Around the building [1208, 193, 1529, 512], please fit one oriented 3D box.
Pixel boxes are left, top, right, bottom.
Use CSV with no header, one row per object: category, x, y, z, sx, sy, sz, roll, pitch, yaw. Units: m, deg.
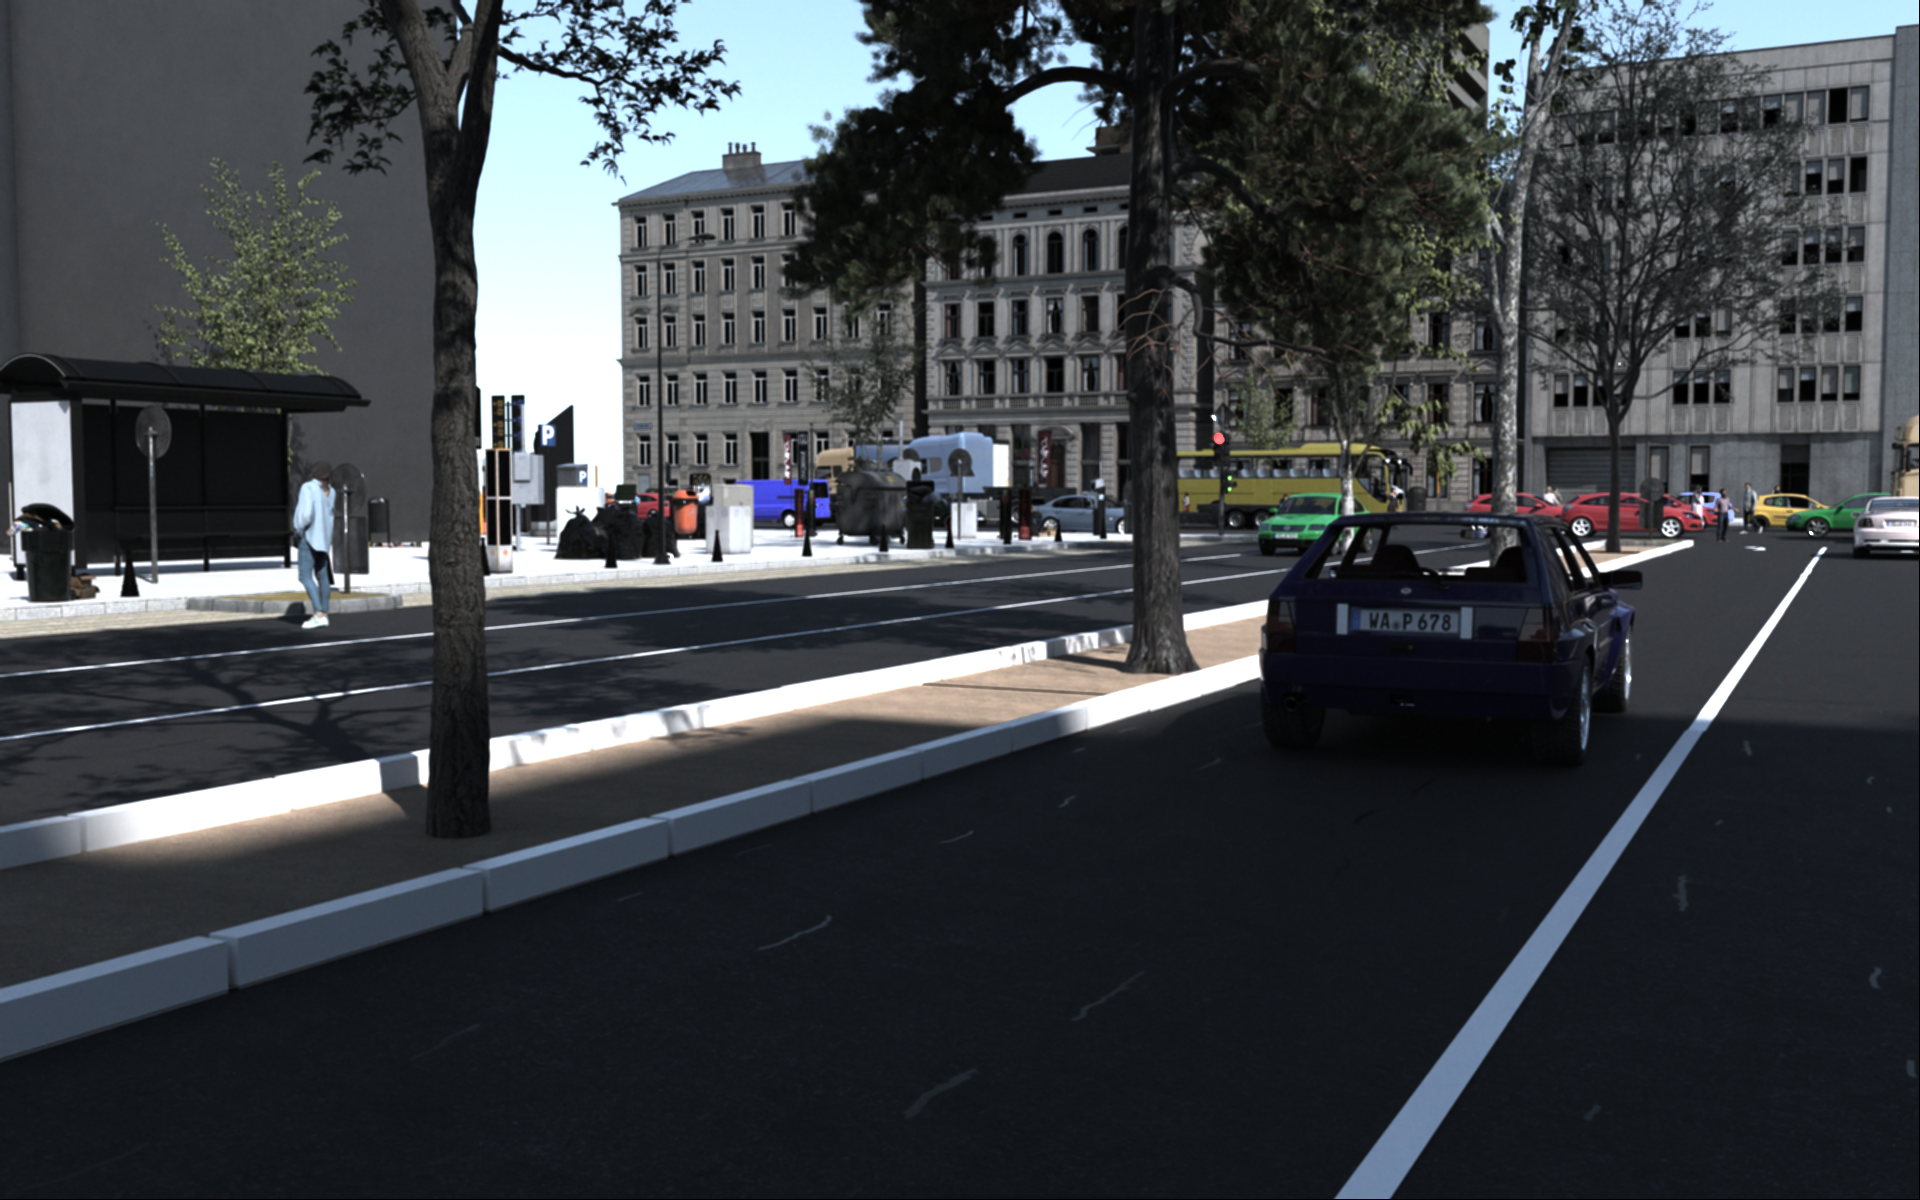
building,25.606,-14.759,105.945,19.286,19.102,10.561,2,4,27

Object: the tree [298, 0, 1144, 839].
tree,-1.931,-4.306,7.270,8.767,10.594,7.601,2,4,27

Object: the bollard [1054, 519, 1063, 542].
bollard,2.652,-1.875,46.704,0.229,0.601,0.229,0,3,0

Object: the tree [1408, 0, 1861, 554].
tree,15.744,-7.858,41.299,12.009,13.543,11.850,0,3,0

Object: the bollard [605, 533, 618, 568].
bollard,-6.048,-0.854,30.007,0.229,0.601,0.229,0,3,0

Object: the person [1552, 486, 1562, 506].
person,27.458,-4.333,79.680,0.599,1.781,0.374,1,4,23

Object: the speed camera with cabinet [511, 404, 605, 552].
speed camera with cabinet,-8.944,-2.697,38.432,2.038,3.252,0.660,0,4,1

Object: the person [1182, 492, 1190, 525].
person,10.565,-4.275,80.870,0.387,1.526,0.523,0,4,5

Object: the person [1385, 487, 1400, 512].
person,17.471,-3.717,70.078,0.445,1.727,0.742,3,4,38

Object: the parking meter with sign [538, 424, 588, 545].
parking meter with sign,-9.610,-2.855,42.941,1.738,3.016,0.543,2,4,30

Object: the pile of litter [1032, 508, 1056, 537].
pile of litter,2.539,-2.382,52.915,1.176,0.858,1.719,3,4,36

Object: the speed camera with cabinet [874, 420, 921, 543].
speed camera with cabinet,-1.697,-3.149,45.825,0.660,3.252,2.038,2,4,24

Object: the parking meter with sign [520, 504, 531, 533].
parking meter with sign,-13.902,-3.704,56.826,1.738,3.016,0.543,3,5,41

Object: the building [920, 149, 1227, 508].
building,8.241,-17.494,114.913,19.941,23.489,11.050,2,4,27

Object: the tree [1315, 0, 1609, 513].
tree,8.133,-10.430,28.878,12.611,20.169,13.585,0,3,0

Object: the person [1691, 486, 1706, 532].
person,28.157,-3.481,66.084,0.621,1.740,0.551,2,4,30

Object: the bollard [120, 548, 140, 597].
bollard,-10.393,-0.344,21.670,0.229,0.601,0.229,0,3,0

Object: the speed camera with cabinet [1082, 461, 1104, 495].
speed camera with cabinet,8.101,-6.801,105.525,0.660,3.252,2.038,-1,4,-19

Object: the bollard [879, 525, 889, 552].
bollard,-1.692,-1.365,38.365,0.229,0.601,0.229,0,3,0

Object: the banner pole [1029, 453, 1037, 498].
banner pole,4.488,-7.087,105.886,0.863,3.779,0.401,3,5,44

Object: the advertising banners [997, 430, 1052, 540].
advertising banners,1.793,-3.177,48.139,0.090,3.025,2.074,-3,5,-44

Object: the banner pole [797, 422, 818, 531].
banner pole,-5.351,-4.310,60.489,0.863,3.779,0.401,2,4,35

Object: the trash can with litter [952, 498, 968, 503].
trash can with litter,0.010,-2.743,56.231,0.624,1.170,1.055,0,4,6

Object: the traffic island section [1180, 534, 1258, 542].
traffic island section,8.029,-1.900,53.344,2.009,0.180,2.903,2,4,27

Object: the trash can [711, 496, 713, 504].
trash can,-15.177,-5.871,107.650,0.748,1.137,0.748,0,3,0

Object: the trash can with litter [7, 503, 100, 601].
trash can with litter,-10.904,-0.581,20.889,0.624,1.170,1.055,0,4,3

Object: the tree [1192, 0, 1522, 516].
tree,4.542,-4.120,20.181,4.737,8.622,4.395,0,3,0

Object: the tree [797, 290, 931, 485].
tree,-2.930,-6.512,56.841,4.360,8.622,3.978,0,3,0

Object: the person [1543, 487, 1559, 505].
person,24.192,-3.763,70.691,0.731,1.740,0.598,0,4,-8

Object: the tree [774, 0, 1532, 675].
tree,1.520,-5.450,13.618,6.751,12.117,7.091,0,3,0

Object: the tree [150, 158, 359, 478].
tree,-15.010,-5.329,37.487,4.737,8.622,4.395,0,3,0

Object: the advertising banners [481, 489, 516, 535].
advertising banners,-15.054,-3.586,54.817,2.074,3.025,0.090,-1,4,-23

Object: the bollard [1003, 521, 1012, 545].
bollard,1.201,-1.705,43.915,0.229,0.601,0.229,0,3,0

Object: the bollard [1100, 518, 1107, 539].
bollard,4.100,-2.045,49.479,0.229,0.601,0.229,0,3,0

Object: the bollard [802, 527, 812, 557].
bollard,-3.143,-1.195,35.581,0.229,0.601,0.229,0,3,0

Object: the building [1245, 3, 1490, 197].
building,35.692,-32.816,160.251,21.300,48.544,21.600,2,4,27

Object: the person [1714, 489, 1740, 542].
person,23.020,-2.555,52.239,0.963,1.587,0.435,-1,4,-22

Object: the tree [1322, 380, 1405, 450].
tree,20.820,-8.554,90.228,4.360,8.622,3.978,0,3,0

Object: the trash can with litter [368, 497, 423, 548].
trash can with litter,-13.727,-1.882,41.824,2.233,1.210,1.678,1,4,10

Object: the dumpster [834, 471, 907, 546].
dumpster,-2.241,-2.322,43.719,1.264,1.857,1.865,2,4,28

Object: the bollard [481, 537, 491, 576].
bollard,-7.498,-0.685,27.234,0.229,0.601,0.229,0,3,0

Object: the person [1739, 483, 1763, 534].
person,28.624,-3.323,62.676,0.795,1.843,0.661,-1,4,-12

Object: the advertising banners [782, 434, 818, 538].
advertising banners,-4.727,-3.355,51.048,0.090,3.025,2.074,2,4,23

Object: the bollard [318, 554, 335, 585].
bollard,-8.947,-0.514,24.451,0.229,0.601,0.229,0,3,0

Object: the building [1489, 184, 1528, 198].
building,91.759,-39.029,257.733,30.456,49.044,23.786,2,4,27

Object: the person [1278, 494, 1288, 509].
person,12.314,-3.305,65.767,0.421,1.427,0.697,0,4,-1

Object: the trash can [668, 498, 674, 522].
trash can,-9.958,-3.031,61.214,0.748,1.137,0.748,0,3,0

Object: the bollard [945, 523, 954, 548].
bollard,-0.248,-1.535,41.141,0.229,0.601,0.229,0,3,0

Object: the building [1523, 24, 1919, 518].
building,43.076,-17.056,96.880,19.932,24.808,12.078,2,4,27

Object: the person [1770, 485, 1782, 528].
person,34.111,-3.887,72.303,0.600,1.795,0.529,1,4,18

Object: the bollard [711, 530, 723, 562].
bollard,-4.598,-1.025,32.795,0.229,0.601,0.229,0,3,0

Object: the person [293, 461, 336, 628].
person,-6.967,-0.611,18.758,0.793,1.790,0.793,-1,4,-19

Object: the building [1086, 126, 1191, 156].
building,23.720,-33.655,200.373,14.200,45.320,14.600,2,4,27
